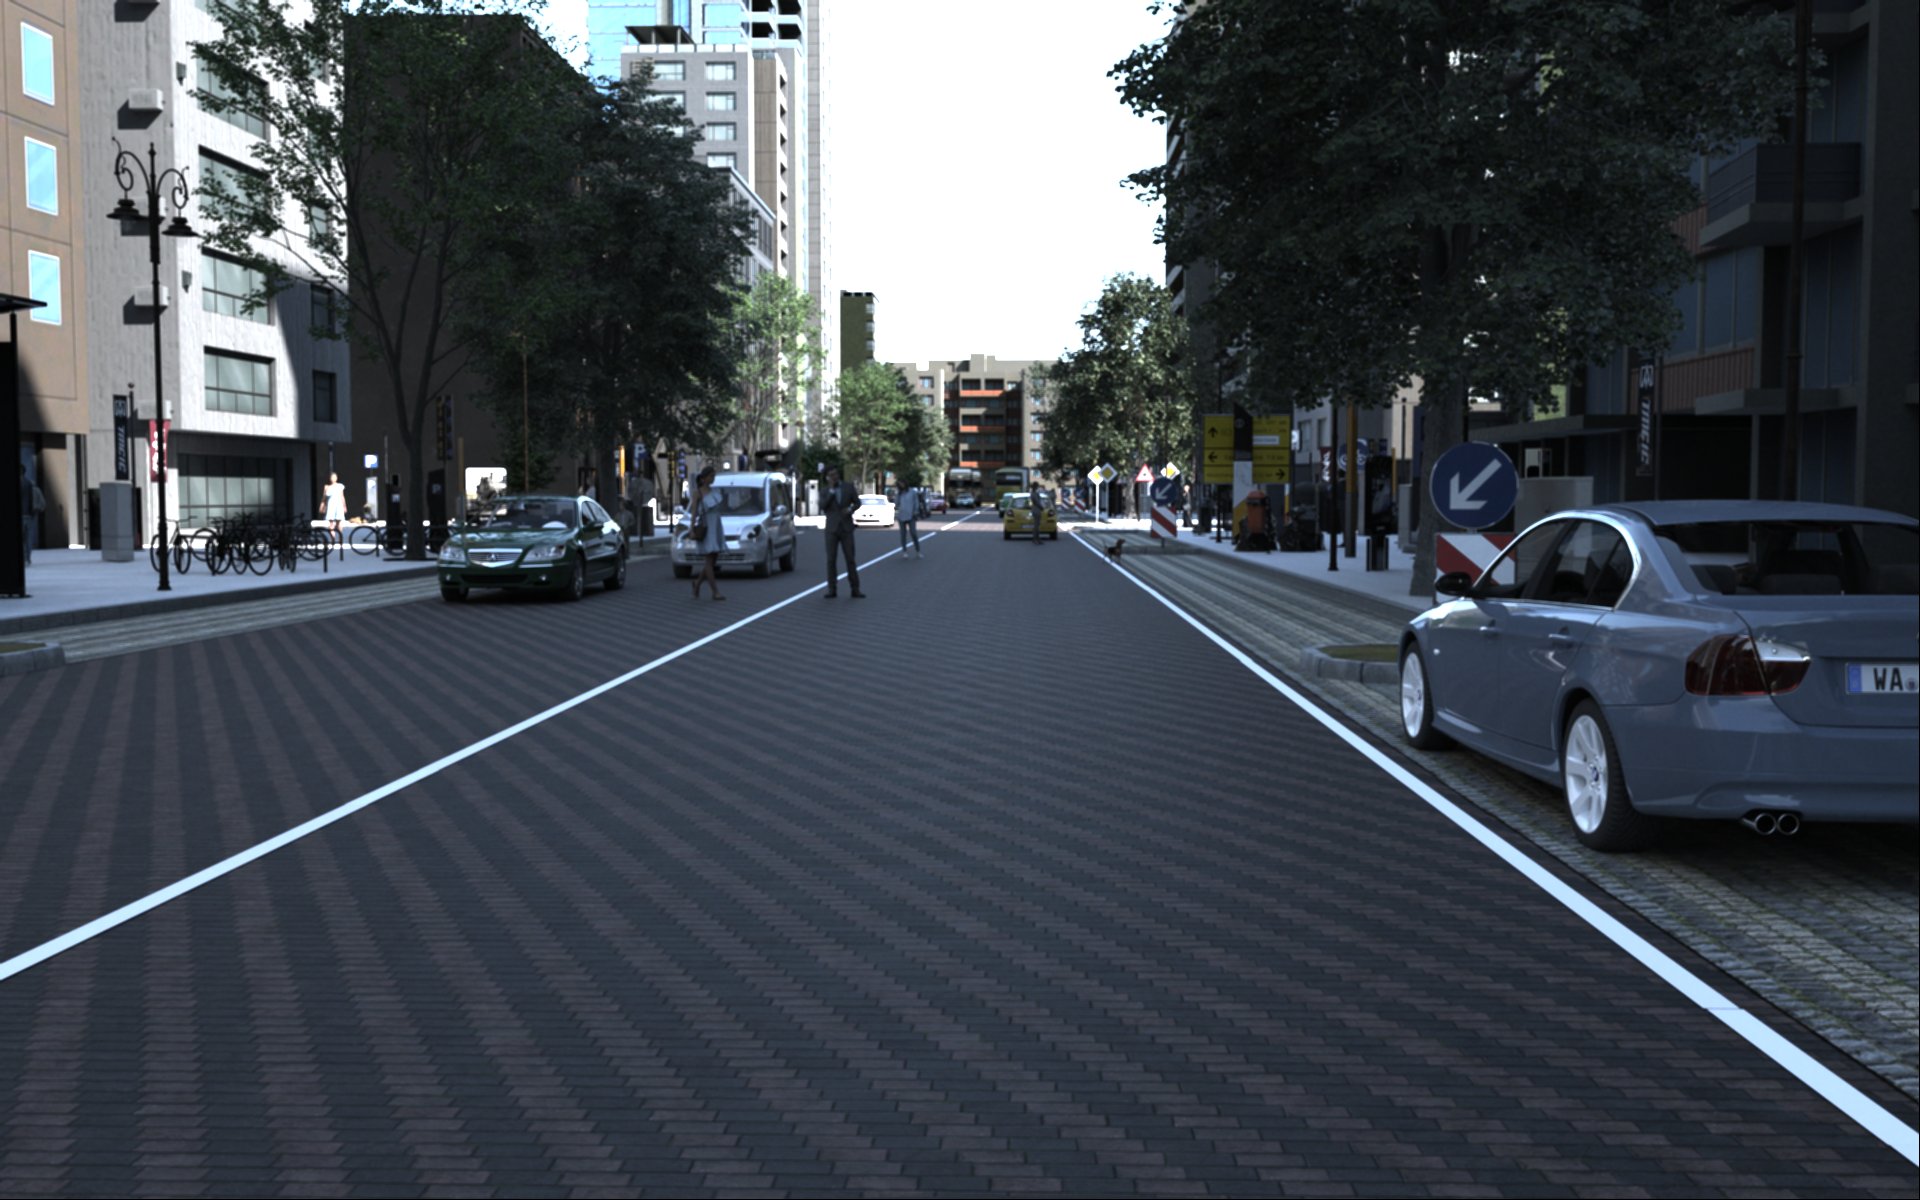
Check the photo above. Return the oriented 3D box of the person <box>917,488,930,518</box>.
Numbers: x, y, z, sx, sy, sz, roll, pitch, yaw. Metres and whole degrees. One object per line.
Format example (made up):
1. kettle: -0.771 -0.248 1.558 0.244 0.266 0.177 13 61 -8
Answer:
1. person: -2.202 -5.891 104.923 0.850 1.850 0.679 0 4 -4

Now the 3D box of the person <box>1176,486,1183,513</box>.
1. person: 15.191 -6.990 120.134 0.655 1.846 0.447 3 4 36

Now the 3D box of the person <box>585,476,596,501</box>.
1. person: -10.263 -2.564 48.316 0.624 1.780 0.694 0 4 -5

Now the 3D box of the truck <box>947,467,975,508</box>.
1. truck: 0.091 -11.656 179.489 2.839 4.237 11.283 0 4 0

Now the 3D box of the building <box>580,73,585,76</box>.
1. building: -46.545 -35.503 204.178 21.600 48.544 21.300 0 4 2

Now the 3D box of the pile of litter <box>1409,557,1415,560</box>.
1. pile of litter: 9.494 -1.213 33.803 1.176 0.858 1.719 -1 4 -9

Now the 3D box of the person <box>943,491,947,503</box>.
1. person: -1.559 -10.846 186.384 0.434 1.755 0.990 -1 4 -22

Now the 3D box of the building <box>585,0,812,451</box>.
1. building: -26.160 -52.774 175.528 22.319 86.520 31.000 0 4 2

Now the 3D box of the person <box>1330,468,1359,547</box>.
1. person: 9.245 -2.225 41.777 0.648 1.900 0.474 -2 4 -27

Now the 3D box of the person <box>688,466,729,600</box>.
1. person: -3.471 -0.916 23.569 0.616 1.811 0.778 -3 5 -44

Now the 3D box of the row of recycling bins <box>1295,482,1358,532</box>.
1. row of recycling bins: 12.802 -3.203 59.490 3.534 1.692 1.069 -2 4 -35

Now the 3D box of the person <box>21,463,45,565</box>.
1. person: -16.521 -1.491 30.406 0.794 1.824 0.713 -3 5 -43

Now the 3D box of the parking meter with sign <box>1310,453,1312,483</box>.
1. parking meter with sign: 15.494 -4.654 72.360 1.738 3.016 0.543 1 4 14

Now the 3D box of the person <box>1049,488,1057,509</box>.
1. person: 6.016 -6.321 112.021 0.511 1.800 0.466 -2 4 -29

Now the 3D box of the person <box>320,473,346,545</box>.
1. person: -15.673 -2.273 43.296 0.616 1.811 0.778 0 4 -8

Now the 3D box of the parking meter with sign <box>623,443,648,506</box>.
1. parking meter with sign: -11.294 -3.882 59.734 0.543 3.016 1.738 -2 4 -28

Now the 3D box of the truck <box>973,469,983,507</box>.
1. truck: 1.238 -12.848 198.979 2.839 4.237 11.283 0 4 0

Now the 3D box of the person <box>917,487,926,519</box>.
1. person: -2.312 -5.495 98.124 0.755 1.850 0.659 1 4 20

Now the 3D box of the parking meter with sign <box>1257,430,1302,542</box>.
1. parking meter with sign: 8.369 -3.086 46.717 1.738 3.016 0.543 -2 4 -31

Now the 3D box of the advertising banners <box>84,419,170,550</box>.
1. advertising banners: -19.260 -2.689 40.152 0.090 3.025 2.074 3 4 37

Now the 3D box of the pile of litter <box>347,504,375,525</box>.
1. pile of litter: -25.416 -3.632 73.348 1.176 0.858 1.719 1 4 11

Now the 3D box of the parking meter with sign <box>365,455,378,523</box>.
1. parking meter with sign: -26.217 -4.945 77.107 0.543 3.016 1.738 -1 4 -17

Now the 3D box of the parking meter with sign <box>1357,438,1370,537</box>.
1. parking meter with sign: 12.470 -3.470 52.991 0.543 3.016 1.738 0 4 -5

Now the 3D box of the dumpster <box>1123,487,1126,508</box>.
1. dumpster: 12.214 -7.647 130.785 1.264 1.857 1.865 0 4 2

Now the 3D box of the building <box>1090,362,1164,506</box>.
1. building: 32.358 -24.887 251.943 28.899 21.520 27.650 0 4 2

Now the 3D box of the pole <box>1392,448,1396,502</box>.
1. pole: 19.148 -5.056 76.507 0.158 3.312 0.155 0 3 0

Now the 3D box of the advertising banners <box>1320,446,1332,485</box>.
1. advertising banners: 14.018 -4.103 63.277 2.074 3.025 0.090 3 5 44

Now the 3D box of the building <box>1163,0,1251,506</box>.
1. building: 30.294 -32.702 158.386 21.300 48.544 21.600 0 4 2

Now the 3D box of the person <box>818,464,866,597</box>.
1. person: -1.637 -0.958 23.972 0.655 1.846 0.447 0 4 -7

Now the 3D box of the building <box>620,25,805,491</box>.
1. building: -21.742 -28.777 154.103 14.154 41.232 14.086 0 4 2

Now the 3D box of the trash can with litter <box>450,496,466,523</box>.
1. trash can with litter: -21.630 -4.012 76.651 2.233 1.210 1.678 -1 4 -16

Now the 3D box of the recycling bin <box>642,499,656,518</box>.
1. recycling bin: -16.638 -4.943 93.374 0.722 1.027 0.722 -3 5 -41

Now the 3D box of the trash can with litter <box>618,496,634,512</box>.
1. trash can with litter: -11.267 -2.788 56.646 2.233 1.210 1.678 1 4 9

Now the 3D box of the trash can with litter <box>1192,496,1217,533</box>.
1. trash can with litter: 7.990 -2.772 56.709 0.624 1.170 1.055 2 4 26

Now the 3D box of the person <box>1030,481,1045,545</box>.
1. person: 2.248 -2.473 49.202 0.573 1.790 0.520 -2 4 -28

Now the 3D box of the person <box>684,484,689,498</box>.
1. person: -14.739 -5.351 93.708 0.419 1.800 0.721 -2 4 -31

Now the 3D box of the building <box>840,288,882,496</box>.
1. building: -18.519 -29.049 246.646 14.107 30.474 14.160 0 4 2

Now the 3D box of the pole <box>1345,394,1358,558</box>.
1. pole: 7.909 -2.517 34.994 0.158 3.312 0.155 0 3 0

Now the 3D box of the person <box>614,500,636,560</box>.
1. person: -7.230 -1.504 37.357 0.475 1.303 0.640 0 4 -5

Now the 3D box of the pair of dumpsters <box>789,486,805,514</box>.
1. pair of dumpsters: -10.086 -6.680 111.706 1.574 2.255 4.437 0 4 2

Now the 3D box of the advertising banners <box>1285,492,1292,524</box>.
1. advertising banners: 13.764 -4.706 73.124 2.074 3.025 0.090 -3 5 -41

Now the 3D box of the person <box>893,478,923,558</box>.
1. person: -1.157 -1.848 38.981 0.793 1.790 0.793 -1 4 -19

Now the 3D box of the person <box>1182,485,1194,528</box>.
1. person: 9.007 -3.648 68.566 0.534 1.772 0.576 -1 4 -21

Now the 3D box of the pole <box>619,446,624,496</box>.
1. pole: -14.507 -4.920 74.285 0.158 3.312 0.155 0 3 0

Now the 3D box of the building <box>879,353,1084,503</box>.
1. building: 3.496 -24.982 253.497 28.899 21.520 27.650 0 4 2

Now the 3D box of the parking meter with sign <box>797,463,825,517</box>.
1. parking meter with sign: -8.220 -6.061 95.362 0.543 3.016 1.738 3 5 42

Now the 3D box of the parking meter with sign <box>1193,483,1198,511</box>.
1. parking meter with sign: 16.111 -7.302 115.653 0.543 3.016 1.738 3 5 40

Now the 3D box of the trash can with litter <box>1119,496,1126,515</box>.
1. trash can with litter: 10.351 -5.978 108.799 2.233 1.210 1.678 3 4 36

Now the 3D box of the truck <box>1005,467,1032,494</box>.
1. truck: 6.149 -11.975 184.701 2.839 4.237 11.283 0 4 3

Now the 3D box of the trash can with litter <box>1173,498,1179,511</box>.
1. trash can with litter: 16.267 -7.307 130.859 1.055 1.170 0.624 -2 4 -32

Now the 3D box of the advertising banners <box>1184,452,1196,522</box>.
1. advertising banners: 9.601 -4.652 72.250 0.090 3.025 2.074 0 4 -4

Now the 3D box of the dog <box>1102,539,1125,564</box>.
1. dog: 3.177 -1.016 35.901 0.540 0.507 0.406 1 4 14

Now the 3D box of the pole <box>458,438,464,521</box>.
1. pole: -18.017 -4.204 62.579 0.158 3.312 0.155 0 3 0
